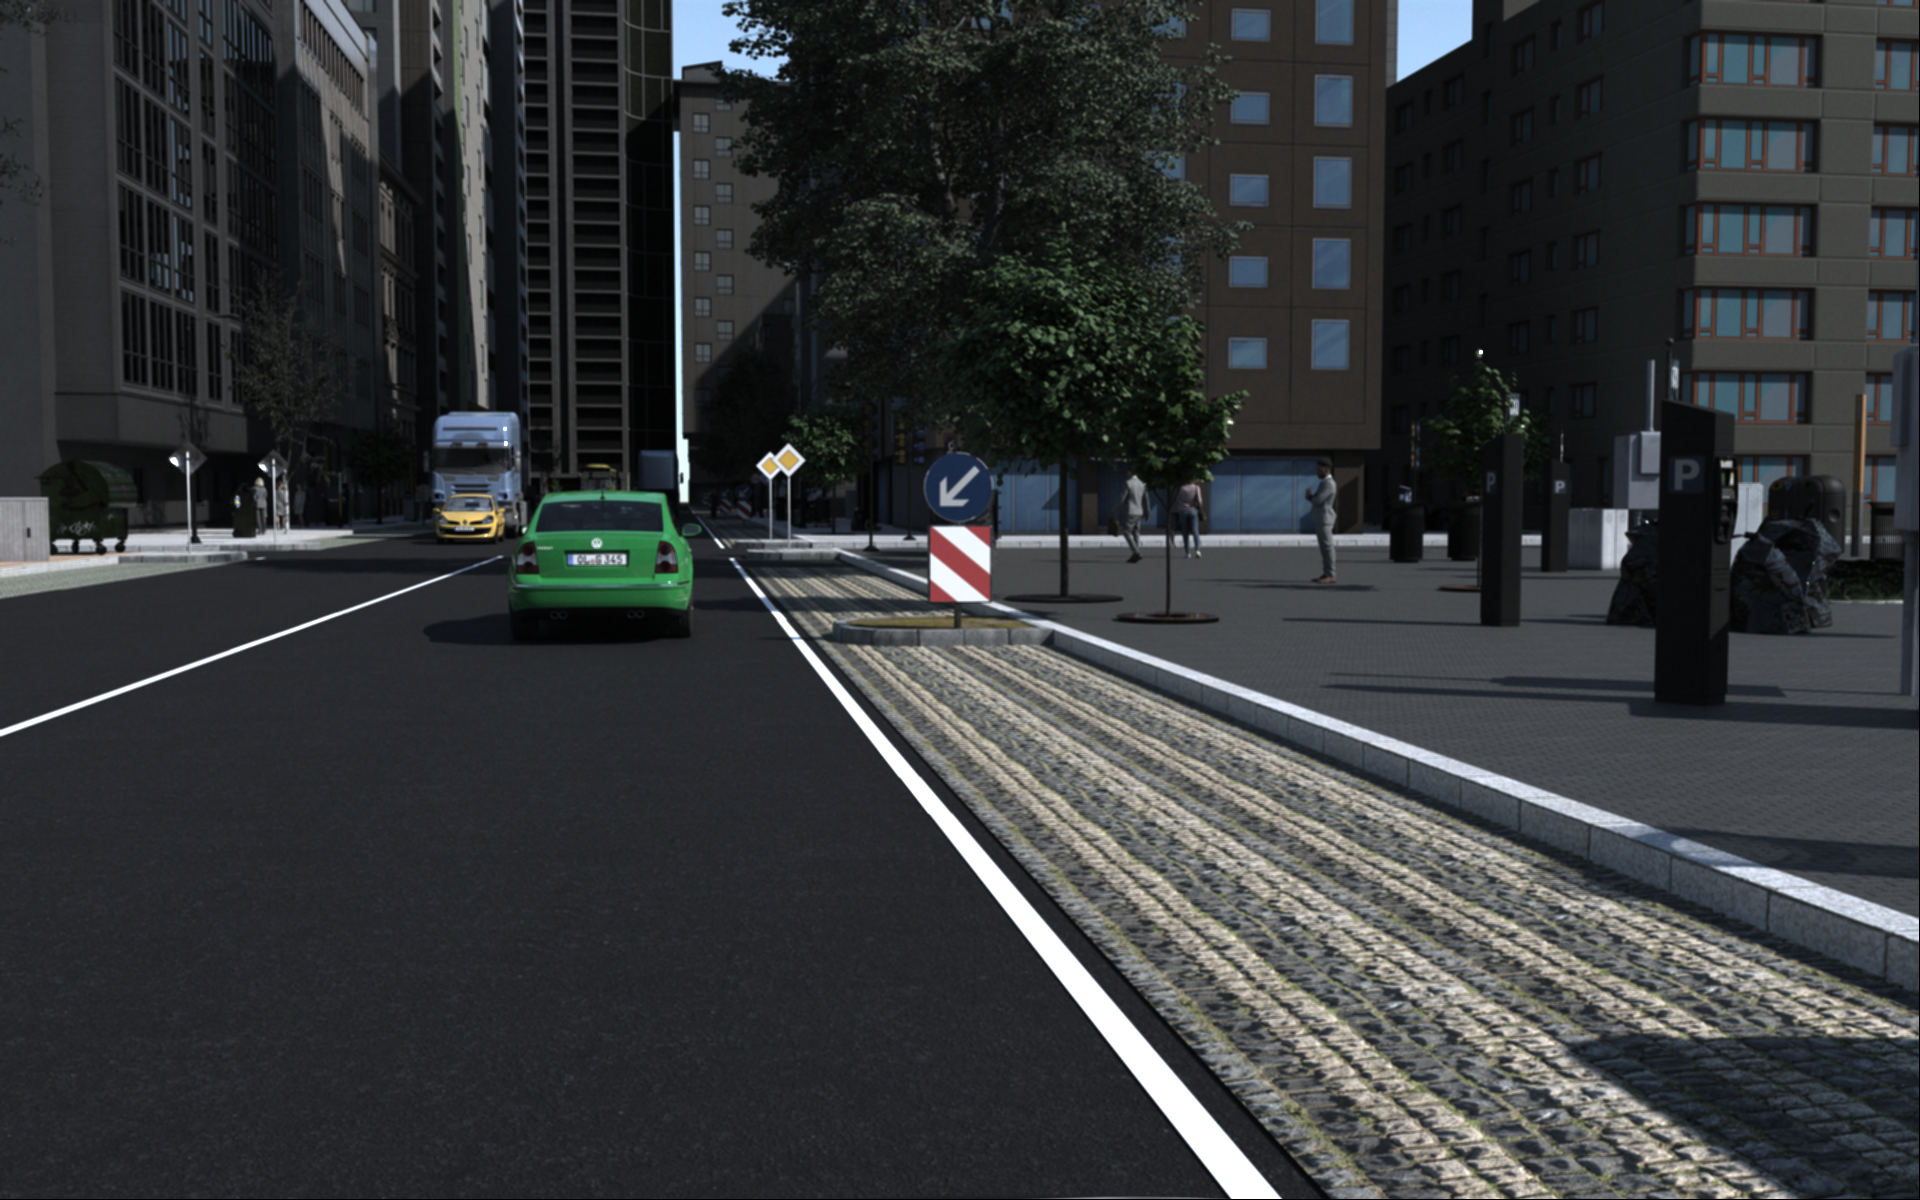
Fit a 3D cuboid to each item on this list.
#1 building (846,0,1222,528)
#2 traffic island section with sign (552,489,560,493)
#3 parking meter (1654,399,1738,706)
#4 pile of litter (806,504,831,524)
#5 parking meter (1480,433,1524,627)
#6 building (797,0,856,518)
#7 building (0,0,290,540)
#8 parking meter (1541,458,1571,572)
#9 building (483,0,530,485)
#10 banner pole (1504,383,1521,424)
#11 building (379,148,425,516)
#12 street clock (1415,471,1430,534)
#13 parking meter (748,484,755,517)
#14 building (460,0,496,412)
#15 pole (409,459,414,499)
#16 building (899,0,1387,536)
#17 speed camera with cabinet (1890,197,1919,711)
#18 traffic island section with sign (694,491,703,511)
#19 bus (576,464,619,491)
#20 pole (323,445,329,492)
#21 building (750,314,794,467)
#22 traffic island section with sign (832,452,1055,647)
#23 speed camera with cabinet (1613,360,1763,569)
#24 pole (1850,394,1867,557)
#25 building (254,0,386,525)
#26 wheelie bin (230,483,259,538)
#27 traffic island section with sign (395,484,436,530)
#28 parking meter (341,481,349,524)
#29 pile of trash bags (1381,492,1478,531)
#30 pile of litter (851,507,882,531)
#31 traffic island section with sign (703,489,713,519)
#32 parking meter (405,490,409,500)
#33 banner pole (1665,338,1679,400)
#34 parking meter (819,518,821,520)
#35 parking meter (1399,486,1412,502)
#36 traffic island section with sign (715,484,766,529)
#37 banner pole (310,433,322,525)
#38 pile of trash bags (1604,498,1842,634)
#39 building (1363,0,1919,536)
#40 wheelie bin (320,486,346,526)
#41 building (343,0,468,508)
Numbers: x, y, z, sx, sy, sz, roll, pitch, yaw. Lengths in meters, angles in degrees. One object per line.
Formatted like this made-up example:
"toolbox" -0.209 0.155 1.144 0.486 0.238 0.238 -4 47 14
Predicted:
"building" 2.456 -26.163 77.871 14.600 45.320 14.200 -1 4 -9
"traffic island section with sign" -33.897 -8.382 145.668 1.989 1.847 2.006 -1 4 -9
"parking meter" 4.503 -0.299 10.593 0.255 1.863 0.399 -3 5 -41
"pile of litter" -6.151 -3.785 75.853 1.719 0.858 1.176 -3 5 -42
"parking meter" 5.275 -0.683 16.873 0.255 1.863 0.399 -1 4 -11
"building" 0.475 -34.537 106.680 21.231 58.520 28.212 -1 4 -9
"building" -32.396 -16.150 57.562 14.314 27.812 24.014 -1 4 -9
"parking meter" 9.804 -1.393 28.487 0.399 1.863 0.255 -1 4 -10
"building" -59.235 -38.878 177.660 28.212 58.520 21.231 -1 4 -9
"banner pole" 11.936 -2.910 37.602 0.401 3.779 0.863 3 5 45
"building" -38.227 -16.651 101.126 11.050 23.489 19.941 -1 4 -9
"street clock" 14.711 -3.096 55.188 0.471 2.002 0.358 0 4 2
"parking meter" -13.248 -6.418 110.651 0.255 1.863 0.399 -1 4 -21
"building" -53.606 -33.899 143.486 28.713 52.752 27.495 -1 4 -9
"pole" -26.522 -5.494 83.671 0.158 3.312 0.155 0 3 0
"building" 5.166 -25.016 59.122 14.200 45.320 14.600 -1 4 -9
"speed camera with cabinet" 5.944 -0.966 10.125 0.660 3.252 2.038 1 4 20
"traffic island section with sign" -21.434 -8.504 147.675 1.989 1.847 2.006 -1 4 -9
"bus" -30.161 -9.388 145.045 2.896 3.916 12.252 0 4 -8
"pole" -26.562 -4.819 72.640 0.158 3.312 0.155 0 3 0
"building" -7.585 -20.642 182.530 27.650 21.520 28.899 -1 4 -9
"traffic island section with sign" -0.236 -0.520 17.137 1.989 1.847 2.006 -1 4 -9
"speed camera with cabinet" 10.887 -1.930 25.899 2.038 3.252 0.660 0 4 -2
"pole" 18.429 -2.549 35.512 0.158 3.312 0.155 0 3 0
"building" -34.692 -16.029 80.094 12.078 24.808 19.932 -1 4 -9
"wheelie bin" -20.974 -2.624 50.818 0.693 1.594 0.980 -1 4 -10
"traffic island section with sign" -21.526 -3.723 69.507 1.989 1.847 2.006 -1 4 -9
"parking meter" -25.998 -4.121 73.095 0.399 1.863 0.255 -1 4 -9
"pile of trash bags" 16.633 -3.117 60.712 3.447 1.369 1.912 -1 4 -18
"pile of litter" -3.227 -2.832 60.274 1.176 0.858 1.719 1 4 22
"traffic island section with sign" -13.527 -5.528 99.009 1.989 1.847 2.006 -1 4 -9
"parking meter" -31.327 -5.506 98.427 0.372 1.533 0.369 0 3 0
"banner pole" 11.521 -2.328 28.087 0.401 3.779 0.863 3 4 37
"parking meter" -6.370 -4.340 79.377 0.372 1.533 0.369 0 3 0
"parking meter" 13.169 -2.621 51.260 0.372 1.533 0.369 0 3 0
"traffic island section with sign" -9.060 -3.846 71.514 1.989 1.847 2.006 -1 4 -9
"banner pole" -26.590 -4.972 71.305 0.401 3.779 0.863 -3 5 -42
"pile of trash bags" 7.897 -0.412 16.485 1.912 1.369 3.447 -3 4 -38
"building" 33.897 -13.592 67.264 28.899 21.520 27.650 -1 4 -9
"wheelie bin" -25.340 -3.792 69.904 0.980 1.594 0.693 -2 4 -32
"building" -43.424 -26.920 123.744 14.154 41.232 14.086 -1 4 -9
